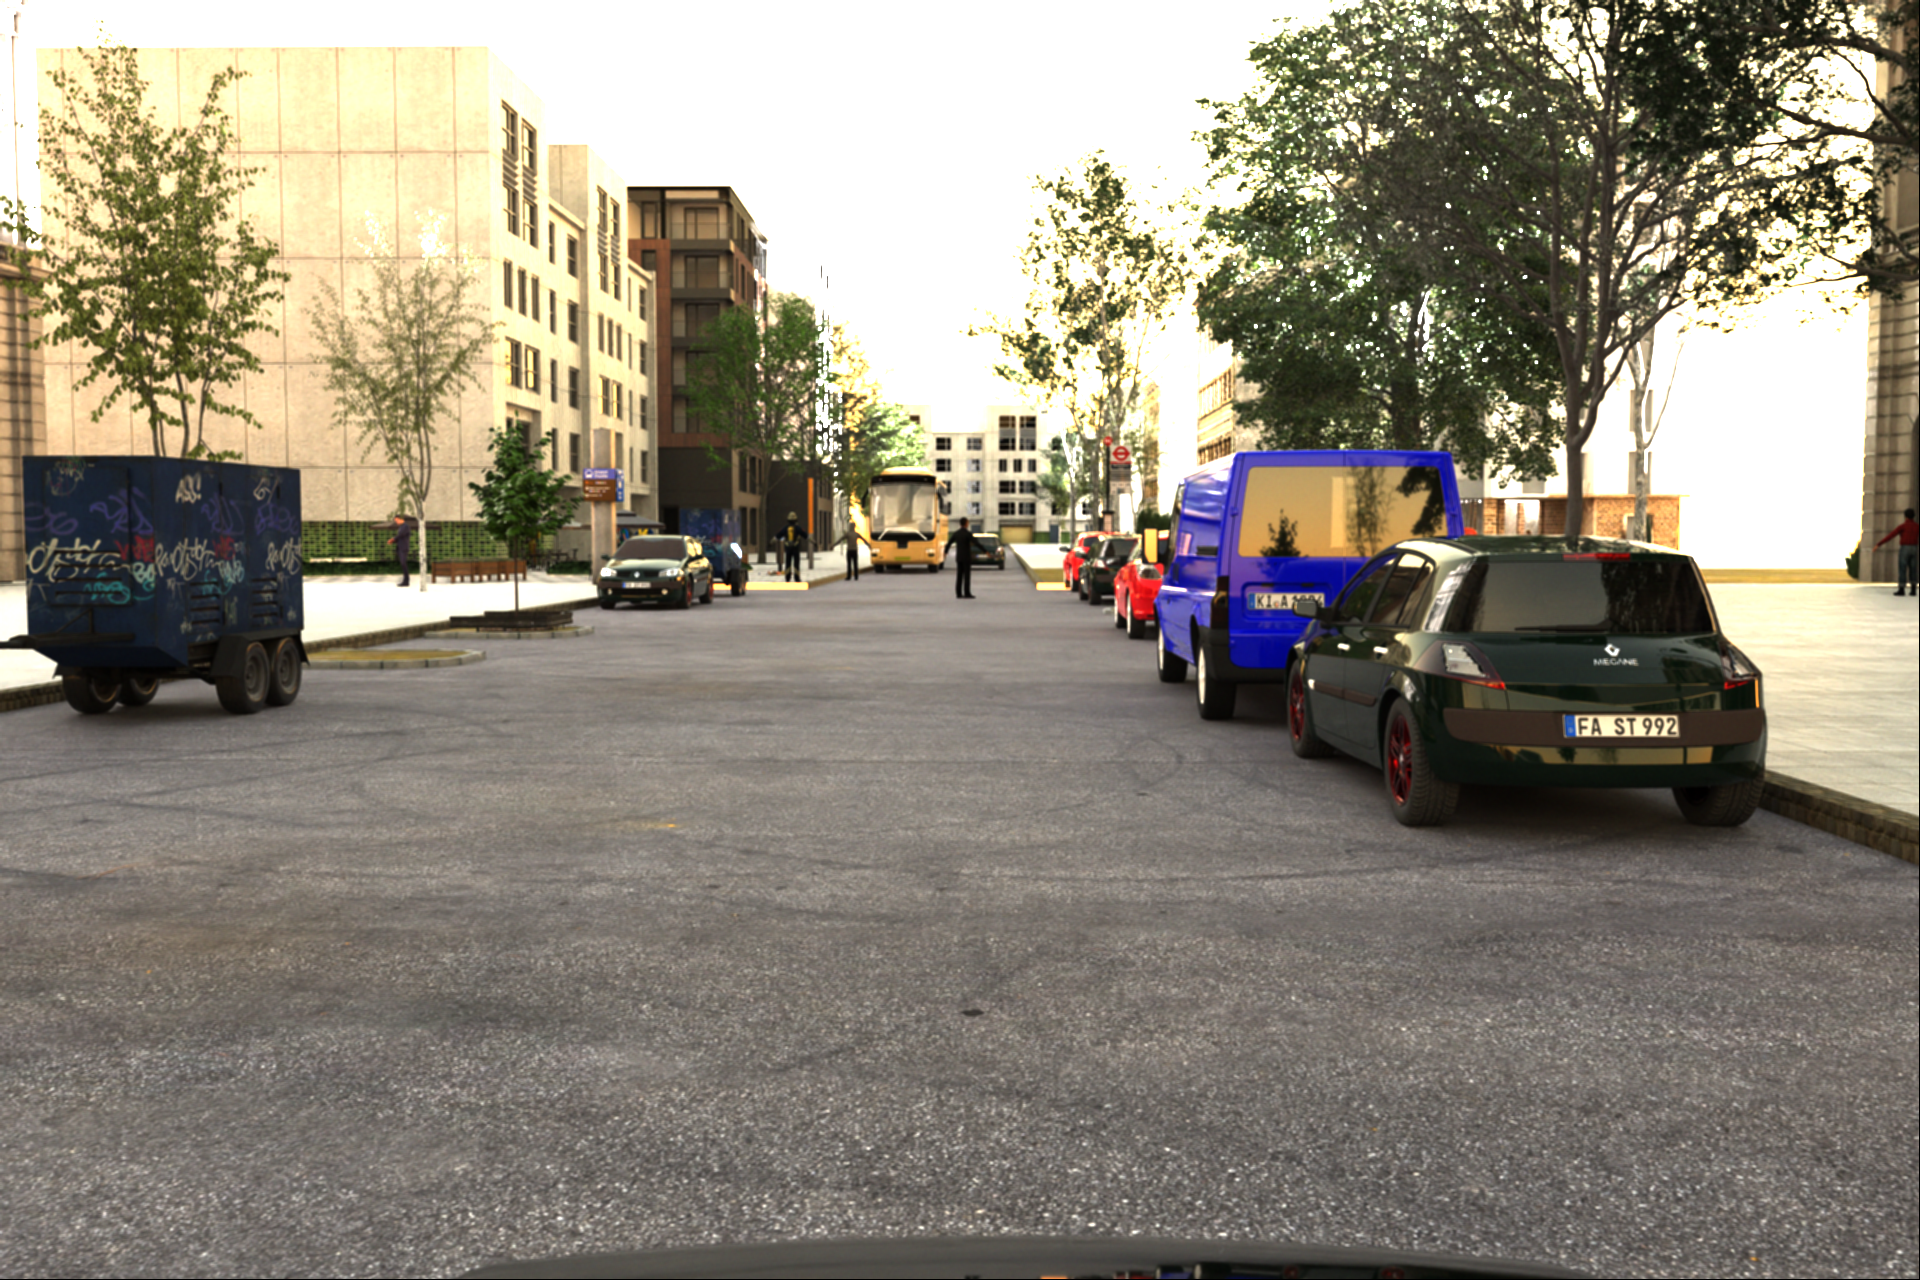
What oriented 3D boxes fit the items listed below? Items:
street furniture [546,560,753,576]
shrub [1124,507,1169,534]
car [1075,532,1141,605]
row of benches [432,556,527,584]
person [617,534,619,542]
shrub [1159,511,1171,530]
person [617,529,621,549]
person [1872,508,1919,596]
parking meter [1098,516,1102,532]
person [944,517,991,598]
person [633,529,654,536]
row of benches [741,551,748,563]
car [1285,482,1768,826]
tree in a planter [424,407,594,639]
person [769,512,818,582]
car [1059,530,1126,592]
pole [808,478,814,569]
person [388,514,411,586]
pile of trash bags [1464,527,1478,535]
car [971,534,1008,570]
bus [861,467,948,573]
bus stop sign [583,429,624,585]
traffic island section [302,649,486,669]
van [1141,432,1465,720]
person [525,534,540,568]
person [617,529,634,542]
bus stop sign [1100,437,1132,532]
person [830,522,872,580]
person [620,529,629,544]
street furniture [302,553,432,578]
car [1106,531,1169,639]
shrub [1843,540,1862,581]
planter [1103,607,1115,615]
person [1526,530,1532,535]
[{"bbox_3d":[-9.833,-2.470,56.013,5.734,0.657,10.072,0,4,6],"label":"street furniture"},{"bbox_3d":[5.343,-2.760,49.168,1.661,2.075,1.752,0,3,0],"label":"shrub"},{"bbox_3d":[3.450,-1.625,36.361,2.009,1.686,4.222,0,4,0],"label":"car"},{"bbox_3d":[-12.973,-1.912,46.721,1.422,0.672,4.104,1,4,14],"label":"row of benches"},{"bbox_3d":[-15.638,-4.360,77.466,1.347,1.806,0.705,3,5,40],"label":"person"},{"bbox_3d":[6.999,-3.355,58.903,1.661,2.075,1.752,0,3,0],"label":"shrub"},{"bbox_3d":[-16.033,-4.614,81.582,0.704,1.843,1.345,2,4,25],"label":"person"},{"bbox_3d":[19.708,-1.830,36.030,1.345,1.816,0.704,0,4,2],"label":"person"},{"bbox_3d":[4.790,-3.168,57.507,0.399,1.863,0.255,0,4,-1],"label":"parking meter"},{"bbox_3d":[0.106,-1.834,38.673,1.346,1.802,0.704,3,5,41],"label":"person"},{"bbox_3d":[-11.376,-3.443,62.257,1.349,1.833,0.705,2,4,27],"label":"person"},{"bbox_3d":[-9.769,-2.994,64.408,4.104,0.672,1.422,0,4,-7],"label":"row of benches"},{"bbox_3d":[3.002,-0.006,9.886,2.009,1.686,4.222,0,3,0],"label":"car"},{"bbox_3d":[-6.309,-1.671,24.547,1.991,3.239,1.994,0,4,2],"label":"tree in a planter"},{"bbox_3d":[-4.462,-2.473,46.213,1.354,1.856,0.705,0,4,6],"label":"person"},{"bbox_3d":[3.648,-2.172,44.557,2.155,1.783,4.494,0,3,0],"label":"car"},{"bbox_3d":[-5.442,-4.244,63.230,0.158,3.312,0.155,0,3,0],"label":"pole"},{"bbox_3d":[-13.761,-2.203,42.505,0.568,1.767,0.683,-3,4,-38],"label":"person"},{"bbox_3d":[6.635,-0.733,21.739,1.912,1.369,3.447,0,4,1],"label":"pile of trash bags"},{"bbox_3d":[0.965,-3.711,70.457,2.009,1.686,4.222,0,4,2],"label":"car"},{"bbox_3d":[-1.908,-4.640,67.406,2.896,3.916,12.252,0,4,1],"label":"bus"},{"bbox_3d":[-8.983,-3.344,43.685,0.837,3.901,0.837,0,4,2],"label":"bus stop sign"},{"bbox_3d":[-6.428,0.216,19.342,1.991,0.108,1.994,0,4,1],"label":"traffic island section"},{"bbox_3d":[2.824,-0.649,14.995,2.240,2.365,5.245,0,4,1],"label":"van"},{"bbox_3d":[-16.129,-3.637,65.241,0.705,1.858,1.354,0,4,-3],"label":"person"},{"bbox_3d":[-15.177,-4.449,79.016,1.348,1.796,0.705,3,5,44],"label":"person"},{"bbox_3d":[4.268,-3.593,47.449,0.855,3.939,0.416,0,4,0],"label":"bus stop sign"},{"bbox_3d":[-3.360,-2.768,53.842,1.348,1.813,0.705,-1,4,-21],"label":"person"},{"bbox_3d":[-12.708,-3.649,65.796,0.704,1.817,1.347,-1,4,-10],"label":"person"},{"bbox_3d":[-20.948,-2.244,52.322,5.734,0.657,10.072,3,5,42],"label":"street furniture"},{"bbox_3d":[3.225,-0.984,25.123,2.155,1.783,4.494,0,4,2],"label":"car"},{"bbox_3d":[24.773,-2.223,47.459,1.383,1.207,1.383,0,3,0],"label":"shrub"},{"bbox_3d":[3.588,-0.612,31.151,1.991,0.319,1.994,0,4,2],"label":"planter"},{"bbox_3d":[21.351,-3.427,65.291,0.991,1.433,0.599,-3,5,-39],"label":"person"}]
